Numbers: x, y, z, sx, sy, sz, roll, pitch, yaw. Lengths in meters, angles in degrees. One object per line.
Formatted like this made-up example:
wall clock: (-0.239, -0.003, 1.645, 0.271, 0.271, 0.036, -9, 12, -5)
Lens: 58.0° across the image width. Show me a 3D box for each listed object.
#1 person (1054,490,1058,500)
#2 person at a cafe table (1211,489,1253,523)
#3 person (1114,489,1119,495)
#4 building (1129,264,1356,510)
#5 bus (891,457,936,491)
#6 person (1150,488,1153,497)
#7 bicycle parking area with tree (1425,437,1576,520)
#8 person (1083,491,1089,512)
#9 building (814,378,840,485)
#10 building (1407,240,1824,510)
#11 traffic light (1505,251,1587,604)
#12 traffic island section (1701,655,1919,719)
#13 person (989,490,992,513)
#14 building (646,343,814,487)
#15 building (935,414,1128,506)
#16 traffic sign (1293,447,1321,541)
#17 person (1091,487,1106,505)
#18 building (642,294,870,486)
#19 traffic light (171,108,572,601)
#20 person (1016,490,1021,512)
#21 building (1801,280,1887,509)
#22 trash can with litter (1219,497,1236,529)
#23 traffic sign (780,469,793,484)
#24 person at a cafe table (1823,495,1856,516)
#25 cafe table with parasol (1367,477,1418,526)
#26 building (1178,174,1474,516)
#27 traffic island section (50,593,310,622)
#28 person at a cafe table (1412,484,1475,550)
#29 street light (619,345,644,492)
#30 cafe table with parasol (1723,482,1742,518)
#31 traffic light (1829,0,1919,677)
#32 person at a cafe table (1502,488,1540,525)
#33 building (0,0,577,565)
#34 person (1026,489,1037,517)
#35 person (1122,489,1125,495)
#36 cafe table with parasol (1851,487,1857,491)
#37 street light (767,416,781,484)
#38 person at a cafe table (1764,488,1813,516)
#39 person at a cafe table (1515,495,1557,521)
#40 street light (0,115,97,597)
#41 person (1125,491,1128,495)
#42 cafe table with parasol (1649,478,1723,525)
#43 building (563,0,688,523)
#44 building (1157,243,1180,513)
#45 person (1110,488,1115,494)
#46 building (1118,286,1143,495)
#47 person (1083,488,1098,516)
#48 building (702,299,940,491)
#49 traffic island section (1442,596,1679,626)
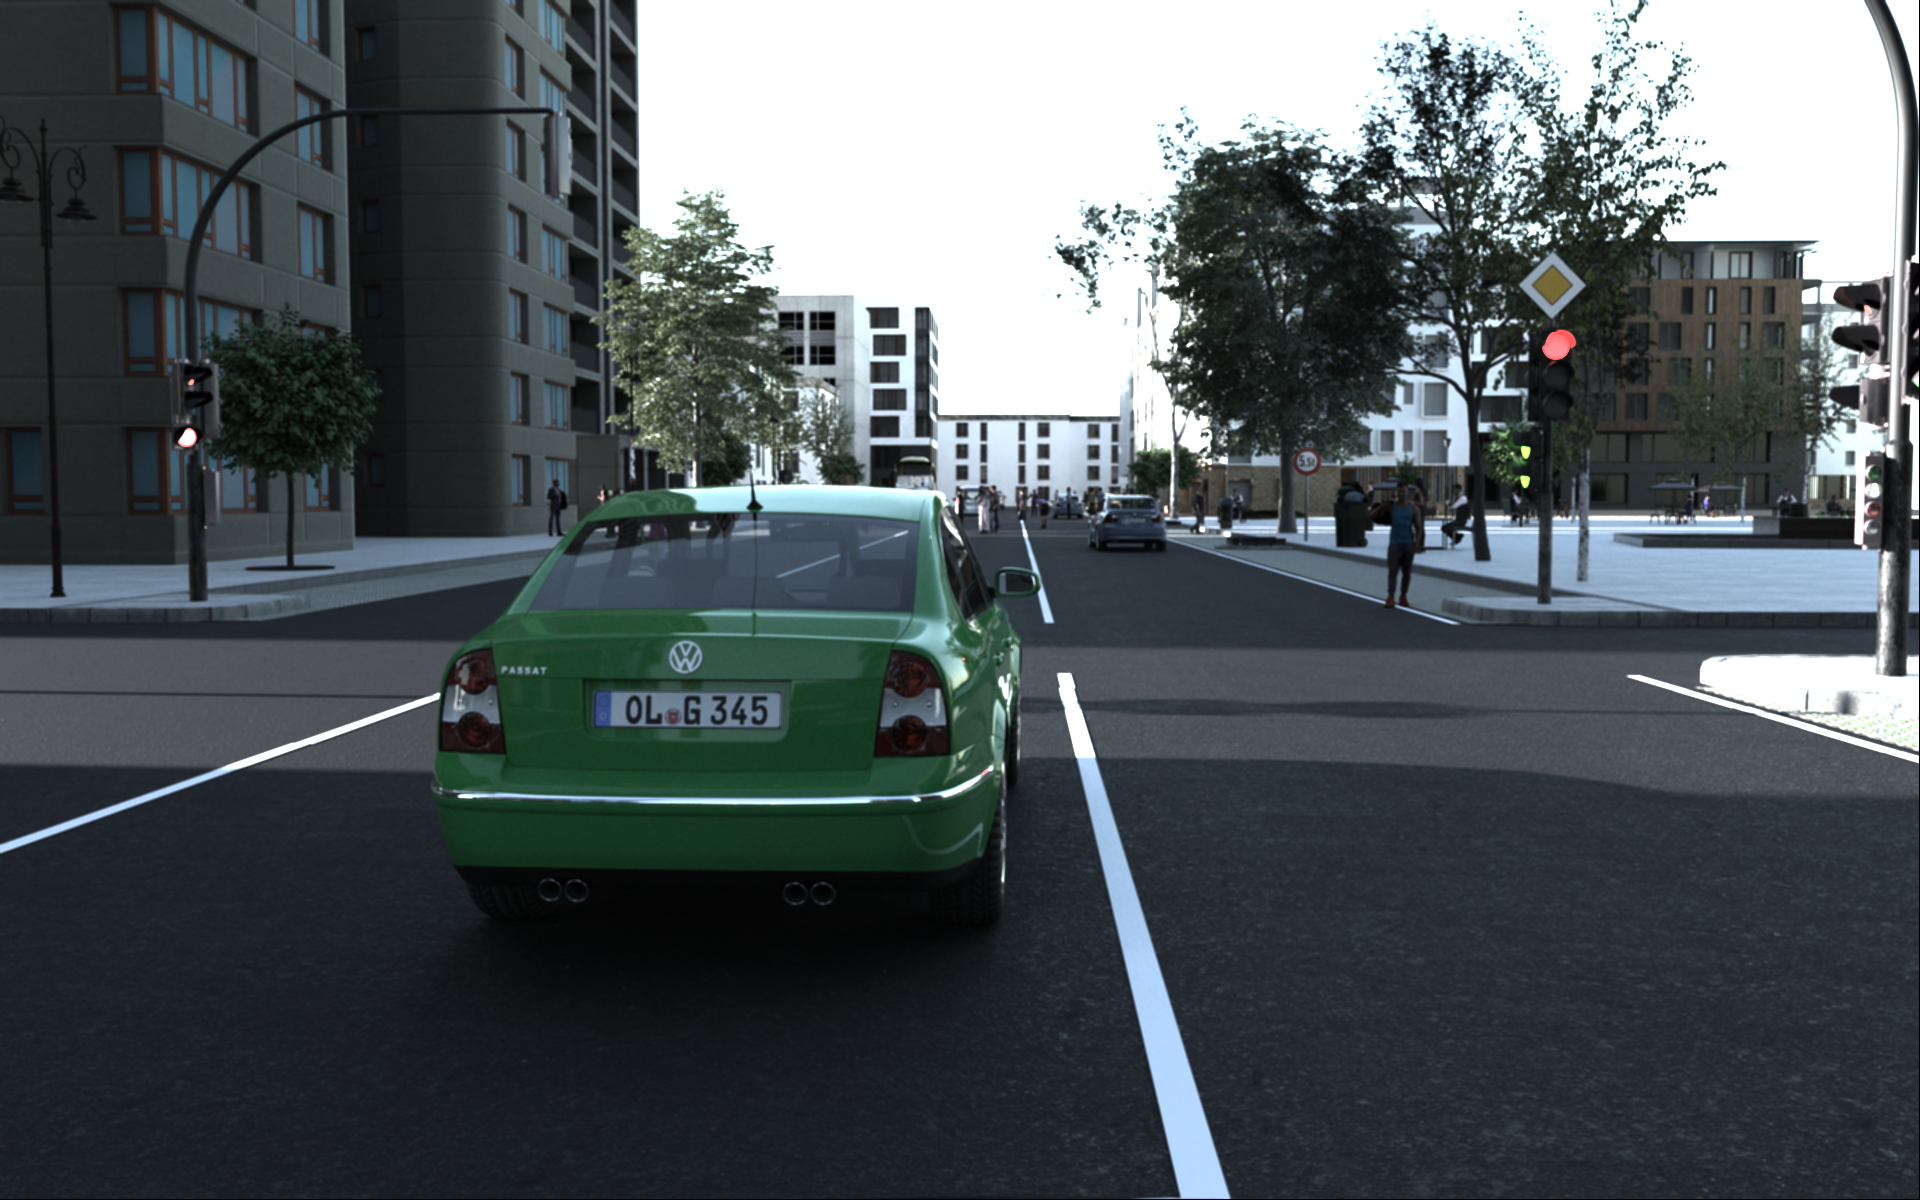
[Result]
person: (9.052, -9.299, 160.409, 0.599, 1.838, 0.709, 2, 4, 30)
person at a cafe table: (12.247, -4.224, 77.574, 1.698, 1.524, 1.622, 1, 4, 20)
person: (13.116, -8.405, 144.256, 0.721, 1.735, 1.217, 3, 4, 39)
building: (23.249, -16.814, 141.360, 16.747, 18.905, 31.486, 0, 4, 2)
bus: (-3.014, -7.736, 118.025, 2.896, 3.916, 12.252, 0, 3, 0)
person: (12.000, -6.227, 108.578, 0.721, 1.735, 1.217, -1, 4, -14)
bicycle parking area with tree: (27.677, -6.226, 88.794, 8.231, 4.147, 9.016, 2, 4, 28)
person: (10.194, -7.949, 139.941, 0.415, 1.643, 0.593, 2, 4, 35)
building: (-14.223, -12.087, 139.770, 9.099, 9.664, 28.070, 0, 4, 2)
building: (53.361, -18.950, 153.800, 32.646, 21.610, 27.936, 0, 4, 2)
traffic light: (6.821, -1.911, 20.160, 0.839, 4.253, 0.868, 0, 4, 2)
traffic island section: (6.610, 0.611, 12.292, 2.009, 0.180, 2.903, 0, 4, 2)
person: (2.192, -7.399, 130.158, 0.721, 1.739, 1.217, -2, 4, -26)
building: (-15.674, -10.302, 110.593, 9.099, 9.664, 28.070, 0, 4, 2)
building: (11.592, -14.902, 185.788, 28.070, 9.664, 9.099, 0, 4, 2)
traffic sign: (9.469, -2.887, 47.312, 0.768, 2.556, 0.104, 1, 4, 10)
person: (8.302, -5.726, 102.098, 1.348, 1.826, 0.705, 2, 4, 30)
building: (-24.815, -18.091, 162.240, 31.486, 18.905, 16.747, 0, 4, 2)
traffic light: (-7.019, -2.810, 20.612, 4.771, 5.953, 1.251, 0, 4, 2)
person: (4.743, -8.046, 140.601, 0.434, 1.755, 0.990, -1, 4, -19)
building: (76.279, -18.557, 159.834, 11.380, 20.091, 16.016, 0, 4, 2)
trash can with litter: (9.947, -3.244, 64.430, 0.624, 1.170, 1.055, 1, 4, 10)
traffic sign: (-8.884, -5.396, 88.333, 0.768, 2.556, 0.104, 1, 4, 8)
person at a cafe table: (38.377, -3.928, 75.089, 1.726, 1.238, 1.698, 1, 4, 14)
cafe table with parasol: (17.579, -4.006, 70.356, 2.610, 1.966, 2.610, -1, 4, -16)
building: (22.447, -15.398, 108.173, 16.016, 20.091, 11.380, 0, 4, 2)
traffic island section: (-9.153, 0.092, 20.779, 2.009, 0.180, 2.903, 0, 4, 2)
person at a cafe table: (11.249, -1.947, 40.341, 1.622, 1.524, 1.698, 1, 4, 12)
street light: (-10.163, -4.948, 53.680, 0.468, 5.910, 1.993, 0, 4, 2)
cafe table with parasol: (40.413, -5.341, 92.193, 2.610, 1.966, 2.610, -2, 4, -33)
traffic light: (4.477, -2.290, 12.103, 4.771, 5.953, 1.251, 0, 4, 2)
person at a cafe table: (23.660, -3.945, 73.018, 1.622, 1.524, 1.698, -1, 4, -21)
building: (-27.554, -12.261, 45.501, 27.650, 21.520, 28.899, 0, 4, 2)
person: (4.689, -6.180, 110.219, 1.217, 1.739, 0.721, 2, 4, 26)
person: (13.094, -8.094, 139.183, 0.445, 1.727, 0.742, 0, 4, 1)
cafe table with parasol: (42.967, -4.648, 80.853, 2.610, 1.966, 2.610, -2, 4, -30)
street light: (-9.136, -6.875, 85.198, 0.468, 5.910, 1.993, 0, 4, 2)
person at a cafe table: (34.668, -3.918, 72.573, 1.698, 1.524, 1.622, 1, 4, 17)
person at a cafe table: (27.495, -4.440, 83.447, 1.726, 1.238, 1.698, -2, 4, -25)
street light: (-11.277, -2.978, 21.474, 0.468, 5.910, 1.993, 0, 4, 2)
person: (13.887, -8.449, 145.658, 0.593, 1.643, 0.415, -2, 4, -32)
cafe table with parasol: (30.161, -4.184, 73.269, 2.610, 1.966, 2.610, -1, 4, -13)
building: (-23.808, -39.218, 79.461, 20.563, 71.187, 20.611, 0, 4, 2)
building: (21.815, -16.094, 119.557, 16.016, 20.091, 11.380, 0, 4, 2)
person: (13.843, -9.193, 156.355, 1.348, 1.824, 0.705, -3, 5, -40)
building: (23.078, -18.752, 163.020, 16.016, 20.091, 11.380, 0, 4, 2)
person: (8.459, -6.244, 110.677, 1.348, 1.812, 0.705, 1, 4, 23)
building: (-18.996, -21.505, 195.576, 32.646, 21.610, 27.936, 0, 4, 2)
traffic island section: (6.861, 0.123, 20.273, 2.009, 0.180, 2.903, 0, 4, 2)
